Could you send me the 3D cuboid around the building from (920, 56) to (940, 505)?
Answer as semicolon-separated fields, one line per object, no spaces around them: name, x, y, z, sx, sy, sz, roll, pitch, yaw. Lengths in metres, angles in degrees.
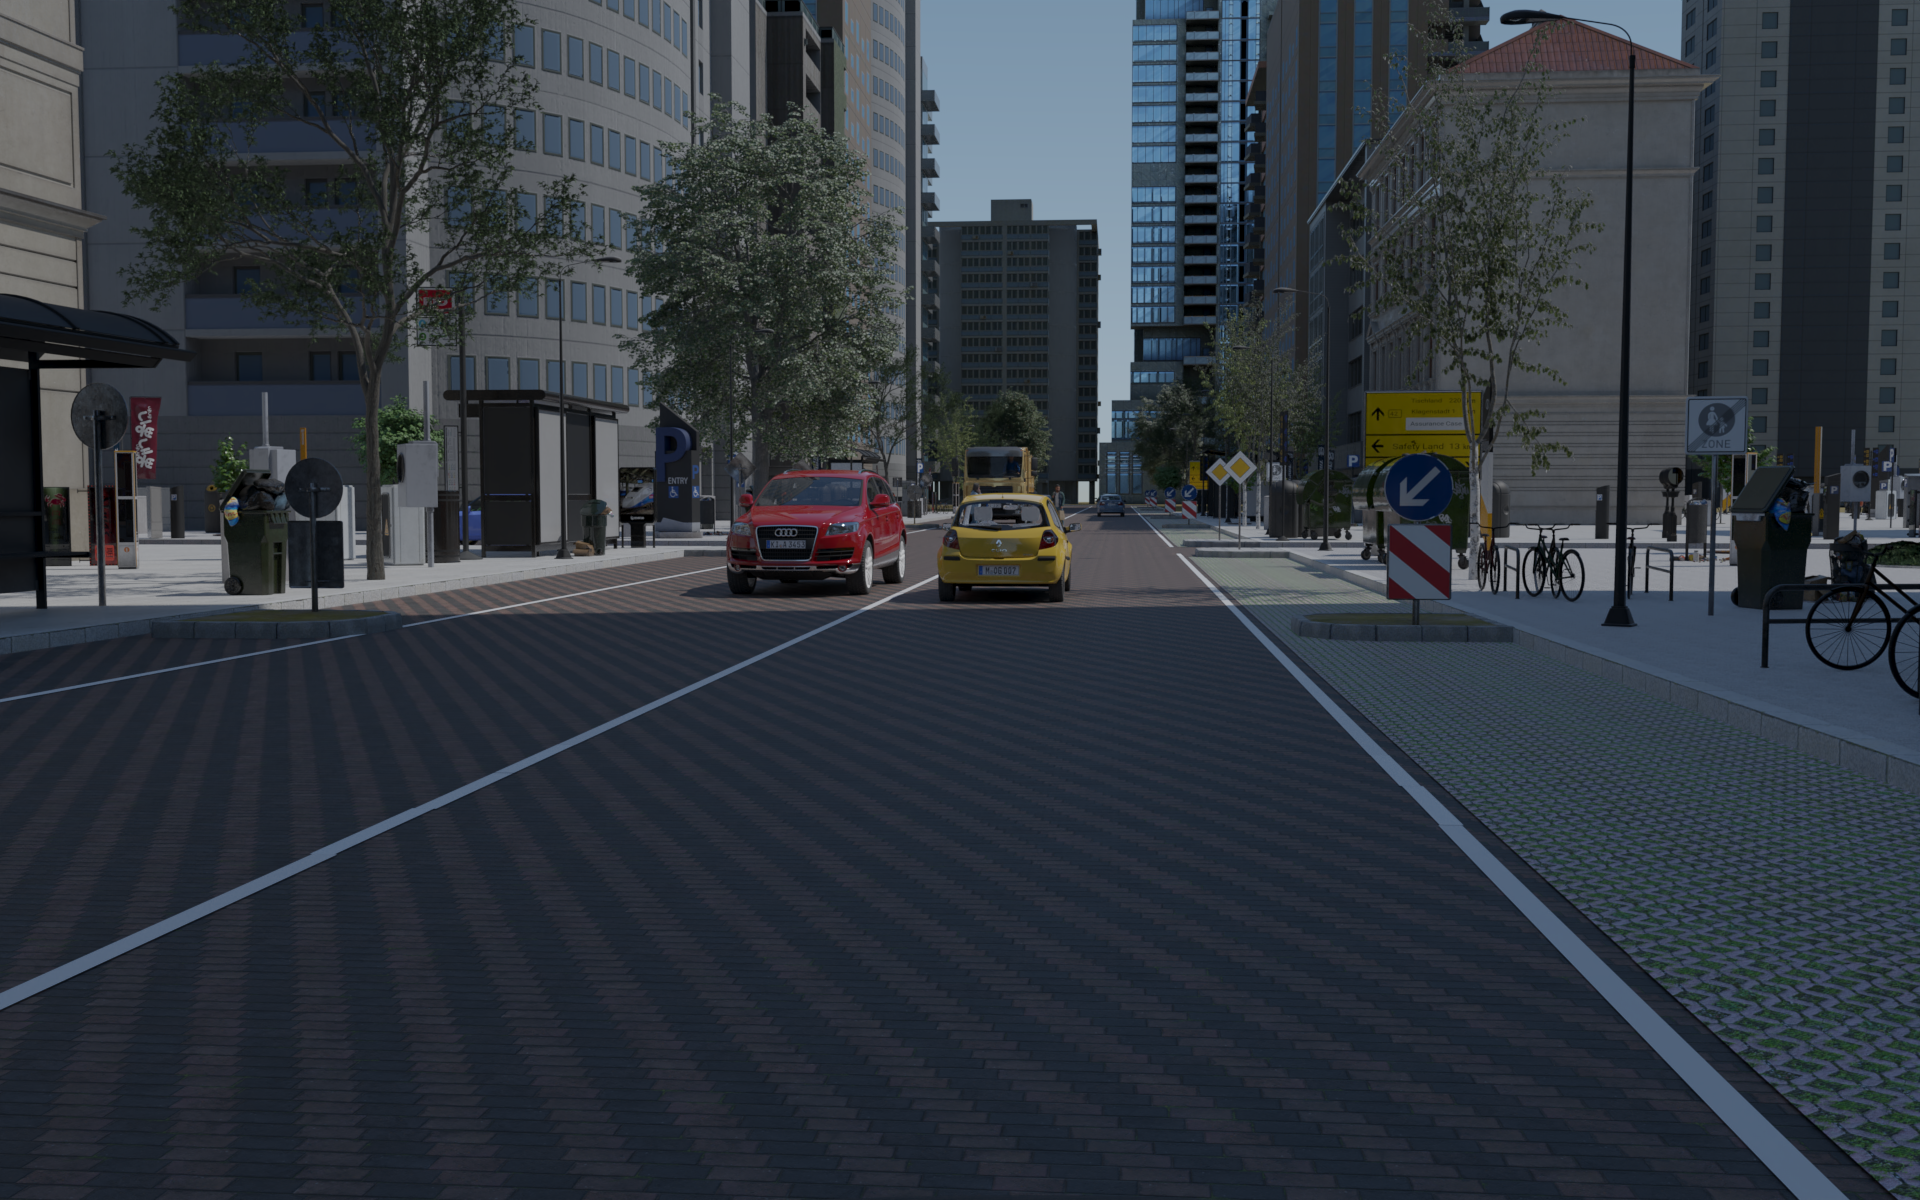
building;-17.743;-34.372;181.598;30.456;49.044;23.786;0;4;5

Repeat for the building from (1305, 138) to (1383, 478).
building;29.948;-17.557;106.117;14.314;24.678;30.058;0;4;5

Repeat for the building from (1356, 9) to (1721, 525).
building;25.732;-14.969;80.902;11.583;22.565;21.152;0;4;5

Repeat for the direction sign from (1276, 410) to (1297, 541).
direction sign;8.843;-3.387;47.369;0.379;3.537;0.876;0;4;-2

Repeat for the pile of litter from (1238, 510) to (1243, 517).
pile of litter;15.456;-5.125;97.763;1.176;0.858;1.719;-3;5;-40

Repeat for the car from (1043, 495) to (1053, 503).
car;6.709;-7.870;141.035;2.083;1.381;4.827;0;4;5

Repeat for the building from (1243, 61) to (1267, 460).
building;39.980;-31.750;173.733;22.147;44.769;28.867;0;4;5

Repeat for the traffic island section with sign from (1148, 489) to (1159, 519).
traffic island section with sign;11.956;-5.564;99.600;1.989;1.847;2.006;0;4;5

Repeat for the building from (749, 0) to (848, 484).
building;-14.706;-20.251;102.802;14.160;30.474;14.107;0;4;5

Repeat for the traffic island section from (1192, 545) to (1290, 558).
traffic island section;6.469;-1.083;39.981;2.009;0.180;2.903;0;4;5

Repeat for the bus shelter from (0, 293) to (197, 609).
bus shelter;-9.785;-1.397;16.771;2.014;3.302;5.546;0;4;5

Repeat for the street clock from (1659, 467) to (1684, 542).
street clock;19.138;-2.565;46.504;0.471;2.002;0.358;-1;4;-11

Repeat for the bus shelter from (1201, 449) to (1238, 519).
bus shelter;13.967;-6.232;93.169;1.731;3.624;6.357;0;4;5

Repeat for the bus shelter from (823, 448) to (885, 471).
bus shelter;-4.706;-5.090;77.144;2.014;3.302;5.546;0;4;5

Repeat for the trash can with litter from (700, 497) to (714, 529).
trash can with litter;-9.355;-3.172;63.253;0.624;1.170;1.055;-2;4;-27

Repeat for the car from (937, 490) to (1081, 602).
car;0.692;-0.873;24.495;2.015;1.641;3.980;0;4;5

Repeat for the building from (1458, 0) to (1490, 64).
building;32.971;-29.798;137.302;14.600;45.320;14.200;0;4;5

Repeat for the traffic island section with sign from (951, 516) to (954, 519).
traffic island section with sign;0.552;-5.608;100.321;1.989;1.847;2.006;0;4;5

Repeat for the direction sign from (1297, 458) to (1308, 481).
direction sign;21.745;-7.227;110.154;0.876;3.537;0.379;3;5;43

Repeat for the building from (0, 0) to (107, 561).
building;-31.746;-11.860;27.190;30.059;22.955;16.112;0;4;5

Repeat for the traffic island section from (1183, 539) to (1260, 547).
traffic island section;7.200;-1.569;47.933;2.009;0.180;2.903;0;4;5

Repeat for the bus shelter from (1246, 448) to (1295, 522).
bus shelter;13.810;-5.149;78.107;2.014;3.302;5.546;0;4;5

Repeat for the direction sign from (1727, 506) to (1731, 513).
direction sign;51.497;-7.575;115.844;0.379;3.537;0.876;0;4;-7

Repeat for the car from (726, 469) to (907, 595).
car;-2.090;-1.085;26.415;2.281;1.827;5.304;0;4;7

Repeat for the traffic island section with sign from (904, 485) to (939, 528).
traffic island section with sign;-1.909;-3.966;73.478;1.989;1.847;2.006;0;4;5

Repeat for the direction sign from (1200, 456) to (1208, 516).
direction sign;14.392;-6.746;102.296;0.379;3.537;0.876;3;4;38

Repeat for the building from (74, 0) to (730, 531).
building;-22.159;-32.443;72.450;21.231;58.520;28.212;0;4;5

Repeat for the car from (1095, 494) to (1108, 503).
car;14.347;-9.699;170.374;2.131;1.459;4.920;0;4;4

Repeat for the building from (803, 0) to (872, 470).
building;-14.577;-29.463;131.834;14.600;45.320;14.200;0;4;5

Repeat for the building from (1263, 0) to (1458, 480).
building;34.293;-30.692;151.918;14.600;45.320;14.200;0;4;5

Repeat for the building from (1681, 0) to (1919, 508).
building;83.007;-44.956;173.288;20.611;71.187;20.563;0;4;5

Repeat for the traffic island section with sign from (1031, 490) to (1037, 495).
traffic island section with sign;7.667;-10.343;177.730;1.989;1.847;2.006;0;4;5

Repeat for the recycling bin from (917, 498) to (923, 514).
recycling bin;-2.790;-5.813;107.600;0.722;1.027;0.722;3;4;36

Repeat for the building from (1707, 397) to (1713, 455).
building;78.541;-36.746;220.402;30.456;49.044;23.786;0;4;5

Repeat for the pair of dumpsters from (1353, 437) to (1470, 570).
pair of dumpsters;8.220;-1.771;31.450;1.574;2.255;4.437;0;4;5

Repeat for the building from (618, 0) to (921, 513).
building;-15.501;-37.395;153.410;21.231;58.520;28.212;0;4;5

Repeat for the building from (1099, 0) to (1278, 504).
building;33.748;-55.666;222.816;31.000;86.520;22.319;0;4;5

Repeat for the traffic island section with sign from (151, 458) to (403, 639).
traffic island section with sign;-6.996;-0.581;18.120;1.989;1.847;2.006;0;4;5

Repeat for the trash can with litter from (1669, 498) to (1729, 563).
trash can with litter;14.547;-1.364;33.361;2.233;1.210;1.678;-2;4;-27

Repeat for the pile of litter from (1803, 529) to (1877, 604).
pile of litter;10.522;-0.434;21.062;1.719;0.858;1.176;-3;4;-37

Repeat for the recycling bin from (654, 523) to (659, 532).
recycling bin;-9.553;-2.709;56.851;0.722;1.027;0.722;2;4;27

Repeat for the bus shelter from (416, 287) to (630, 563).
bus shelter;-9.197;-3.582;36.193;2.179;5.291;8.768;0;4;5

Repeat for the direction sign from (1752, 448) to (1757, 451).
direction sign;39.081;-5.750;86.016;0.379;3.537;0.876;-3;4;-38

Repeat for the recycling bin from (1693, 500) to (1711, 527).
recycling bin;29.438;-3.427;68.580;0.722;1.027;0.722;2;4;29

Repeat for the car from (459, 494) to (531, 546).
car;-12.558;-2.288;47.003;3.694;1.707;1.945;0;4;5

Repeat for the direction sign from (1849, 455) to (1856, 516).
direction sign;51.376;-6.583;99.628;0.379;3.537;0.876;3;4;37

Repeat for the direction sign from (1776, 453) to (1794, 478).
direction sign;45.954;-6.394;96.540;0.876;3.537;0.379;3;4;39

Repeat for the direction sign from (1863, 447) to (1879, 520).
direction sign;44.384;-5.654;84.445;0.379;3.537;0.876;-1;4;-20

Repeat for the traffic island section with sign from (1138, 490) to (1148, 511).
traffic island section with sign;16.531;-8.601;149.260;1.989;1.847;2.006;0;4;5

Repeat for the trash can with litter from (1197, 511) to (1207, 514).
trash can with litter;16.122;-6.244;113.152;2.233;1.210;1.678;3;5;44

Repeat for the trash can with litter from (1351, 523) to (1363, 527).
trash can with litter;15.272;-3.522;68.636;1.678;1.210;2.233;-1;4;-16

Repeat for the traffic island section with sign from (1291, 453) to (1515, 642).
traffic island section with sign;4.429;-0.551;17.644;1.989;1.847;2.006;0;4;5

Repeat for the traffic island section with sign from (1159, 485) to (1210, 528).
traffic island section with sign;9.489;-3.922;72.758;1.989;1.847;2.006;0;4;5

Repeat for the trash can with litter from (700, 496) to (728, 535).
trash can with litter;-7.572;-2.631;54.079;2.233;1.210;1.678;1;4;11

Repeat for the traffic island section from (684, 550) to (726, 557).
traffic island section;-5.222;-1.148;41.056;2.009;0.180;2.903;0;4;5

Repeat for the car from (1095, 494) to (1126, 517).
car;9.644;-6.040;110.755;2.014;1.417;4.499;0;4;4

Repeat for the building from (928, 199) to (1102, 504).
building;6.756;-32.972;230.972;23.993;40.220;32.217;0;4;5
